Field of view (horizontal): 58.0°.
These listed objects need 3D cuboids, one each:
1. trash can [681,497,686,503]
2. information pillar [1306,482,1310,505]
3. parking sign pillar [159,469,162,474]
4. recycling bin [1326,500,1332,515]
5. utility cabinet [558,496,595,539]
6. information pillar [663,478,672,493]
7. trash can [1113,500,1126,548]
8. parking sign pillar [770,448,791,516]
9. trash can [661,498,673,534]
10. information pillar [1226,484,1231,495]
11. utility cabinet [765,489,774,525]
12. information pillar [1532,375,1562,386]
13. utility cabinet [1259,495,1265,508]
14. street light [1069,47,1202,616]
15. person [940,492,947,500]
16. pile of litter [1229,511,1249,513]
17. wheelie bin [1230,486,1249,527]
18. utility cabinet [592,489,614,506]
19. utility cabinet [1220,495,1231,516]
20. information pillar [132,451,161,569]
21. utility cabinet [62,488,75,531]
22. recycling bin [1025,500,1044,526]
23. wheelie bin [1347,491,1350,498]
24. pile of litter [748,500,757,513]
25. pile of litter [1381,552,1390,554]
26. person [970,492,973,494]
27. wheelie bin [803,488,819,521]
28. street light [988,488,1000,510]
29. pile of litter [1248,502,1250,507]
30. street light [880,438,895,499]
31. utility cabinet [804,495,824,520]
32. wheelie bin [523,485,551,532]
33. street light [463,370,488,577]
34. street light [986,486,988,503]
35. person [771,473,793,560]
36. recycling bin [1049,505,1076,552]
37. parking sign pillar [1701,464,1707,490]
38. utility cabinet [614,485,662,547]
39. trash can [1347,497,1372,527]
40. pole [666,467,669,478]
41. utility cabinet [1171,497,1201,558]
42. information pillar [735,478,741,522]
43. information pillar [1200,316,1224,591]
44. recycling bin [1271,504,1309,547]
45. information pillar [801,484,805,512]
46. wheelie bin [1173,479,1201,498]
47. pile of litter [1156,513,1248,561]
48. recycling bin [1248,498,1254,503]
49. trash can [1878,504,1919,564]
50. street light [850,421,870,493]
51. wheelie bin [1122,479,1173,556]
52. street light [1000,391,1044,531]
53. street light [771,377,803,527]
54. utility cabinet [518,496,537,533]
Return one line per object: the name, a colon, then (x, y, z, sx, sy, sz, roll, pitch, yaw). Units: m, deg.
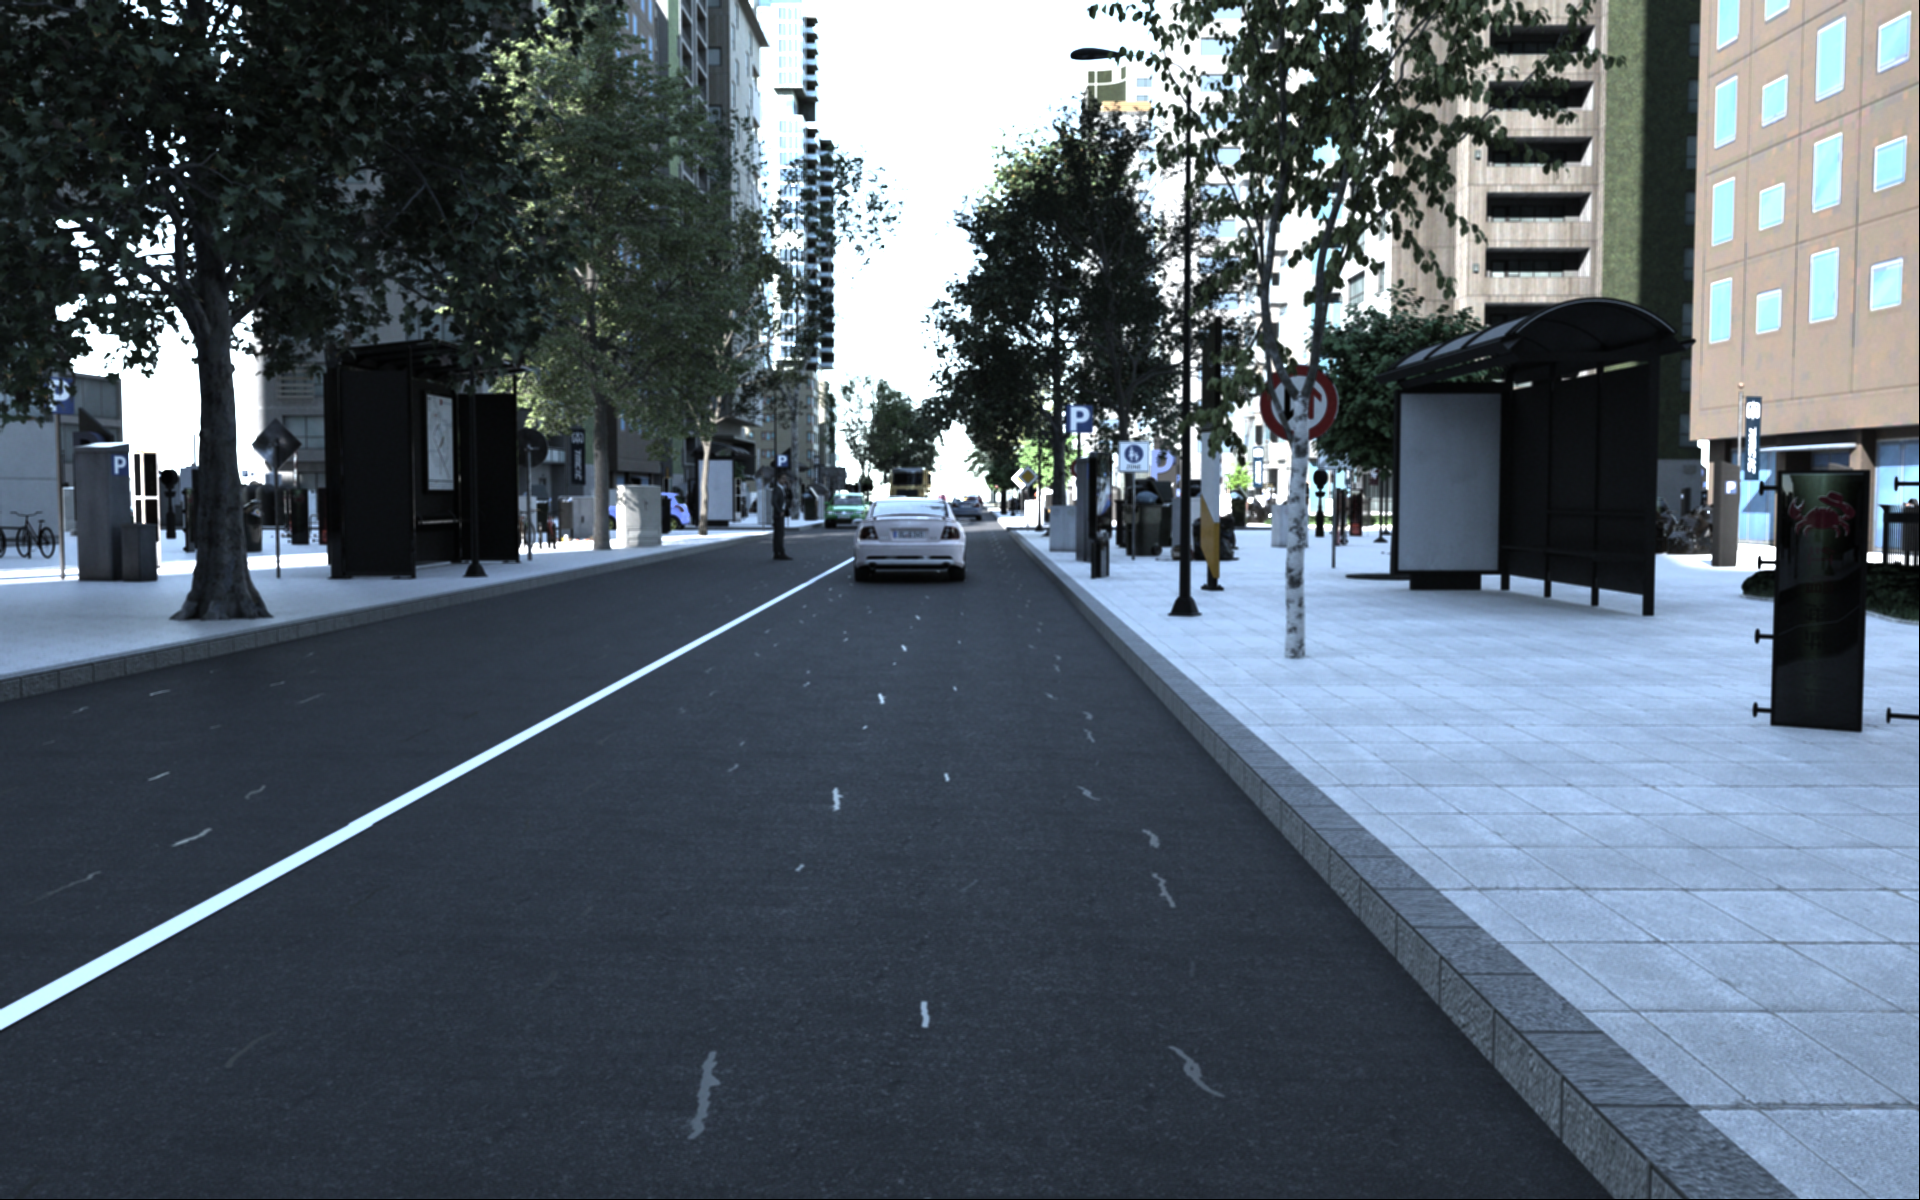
trash can: (-13.590, -4.407, 83.715, 0.748, 1.137, 0.748, 0, 3, 0)
information pillar: (21.145, -6.196, 105.799, 0.304, 2.012, 0.304, -1, 4, -19)
parking sign pillar: (-61.742, -8.838, 132.972, 1.447, 3.967, 1.447, 1, 4, 15)
recycling bin: (17.365, -4.140, 80.247, 0.722, 1.027, 0.722, 0, 4, 6)
utility cabinet: (-11.059, -2.375, 50.000, 1.020, 1.237, 0.306, 0, 4, -1)
information pillar: (-13.027, -4.450, 77.256, 0.304, 2.012, 0.304, 1, 4, 18)
trash can: (4.045, -1.827, 41.522, 0.748, 1.137, 0.748, 0, 3, 0)
parking sign pillar: (-10.362, -6.871, 100.807, 1.447, 3.967, 1.447, 2, 4, 23)
trash can: (-9.671, -2.717, 56.079, 0.748, 1.137, 0.748, 0, 3, 0)
information pillar: (18.254, -6.914, 117.529, 0.304, 2.012, 0.304, -2, 4, -28)
utility cabinet: (-7.730, -3.866, 71.893, 0.318, 1.500, 1.173, 1, 4, 12)
information pillar: (9.928, -2.323, 29.328, 0.504, 3.616, 0.183, 1, 4, 18)
utility cabinet: (15.558, -4.775, 89.237, 0.306, 1.237, 1.020, 1, 4, 13)
street light: (1.839, -2.791, 18.171, 1.470, 5.913, 1.316, 0, 4, 0)
person: (-2.261, -13.680, 232.850, 0.721, 1.739, 1.217, 3, 5, 44)
pile of litter: (5.980, -1.627, 40.563, 1.176, 0.858, 1.719, 1, 4, 20)
wheelie bin: (10.876, -3.645, 67.496, 0.693, 1.594, 0.980, 1, 4, 18)
utility cabinet: (-15.324, -4.058, 75.027, 1.173, 1.500, 0.318, -1, 4, -18)
utility cabinet: (15.290, -5.349, 98.615, 1.020, 1.237, 0.306, 0, 4, 1)
information pillar: (-13.970, -1.545, 29.757, 0.304, 2.012, 0.304, 2, 4, 35)
utility cabinet: (-29.801, -3.068, 58.843, 1.173, 1.500, 0.318, -3, 4, -36)
recycling bin: (2.988, -3.467, 69.241, 0.722, 1.027, 0.722, 0, 4, 7)
wheelie bin: (24.451, -6.093, 107.535, 0.693, 1.594, 0.980, 3, 5, 40)
pile of litter: (-13.980, -6.385, 118.358, 1.719, 0.858, 1.176, 0, 4, 3)
pile of litter: (9.856, -1.433, 37.392, 1.719, 0.858, 1.176, -1, 4, -11)
person: (1.666, -15.845, 267.439, 0.709, 1.838, 0.599, -3, 4, -39)
wheelie bin: (-7.252, -4.660, 84.102, 0.693, 1.594, 0.980, 1, 4, 8)
street light: (2.548, -7.848, 100.853, 1.470, 5.913, 1.316, 0, 4, 0)
pile of litter: (17.891, -5.765, 108.229, 1.719, 0.858, 1.176, 1, 4, 18)
street light: (-6.080, -10.522, 144.581, 1.470, 5.913, 1.316, 0, 4, 0)
utility cabinet: (-7.349, -4.651, 87.207, 1.020, 1.237, 0.306, 1, 4, 15)
wheelie bin: (-14.190, -3.060, 57.938, 0.980, 1.594, 0.693, -3, 5, -39)
street light: (-6.977, -3.312, 26.684, 1.470, 5.913, 1.316, 0, 4, 0)
street light: (2.847, -10.418, 142.880, 1.470, 5.913, 1.316, 0, 4, 0)
person: (-3.885, -1.843, 38.002, 0.474, 1.900, 0.648, 0, 4, -2)
recycling bin: (2.459, -1.610, 38.880, 0.722, 1.027, 0.722, 2, 4, 24)
parking sign pillar: (52.691, -8.272, 123.720, 1.447, 3.967, 1.447, -2, 4, -25)
utility cabinet: (-7.796, -2.047, 42.155, 0.318, 1.500, 1.173, 3, 4, 38)
trash can: (15.735, -3.427, 67.684, 0.748, 1.137, 0.748, 0, 3, 0)
pole: (-22.361, -8.472, 132.353, 0.158, 3.312, 0.155, 0, 3, 0)
utility cabinet: (4.586, -1.453, 34.911, 0.306, 1.237, 1.020, 2, 4, 30)
information pillar: (-10.230, -4.578, 79.346, 0.304, 2.012, 0.304, -3, 4, -38)
information pillar: (3.354, -1.944, 23.135, 0.183, 3.616, 0.504, -1, 4, -14)
recycling bin: (8.005, -1.803, 42.037, 0.722, 1.027, 0.722, -1, 4, -8)
information pillar: (-10.995, -7.157, 121.502, 0.304, 2.012, 0.304, 0, 4, -2)
wheelie bin: (5.158, -1.802, 37.370, 0.693, 1.594, 0.980, -3, 5, -42)
pile of litter: (4.604, -1.204, 33.649, 1.719, 0.858, 1.176, 0, 4, 2)
recycling bin: (19.251, -6.311, 115.731, 0.722, 1.027, 0.722, 1, 4, 15)
trash can: (13.092, -0.751, 23.940, 0.748, 1.137, 0.748, 0, 3, 0)
street light: (-6.366, -8.376, 109.489, 1.470, 5.913, 1.316, 0, 4, 0)
wheelie bin: (3.807, -1.724, 36.090, 0.693, 1.594, 0.980, -2, 4, -31)
street light: (2.201, -5.325, 59.611, 1.470, 5.913, 1.316, 0, 4, 0)
street light: (-6.710, -5.840, 68.027, 1.470, 5.913, 1.316, 0, 4, 0)
utility cabinet: (-14.317, -2.790, 56.775, 1.020, 1.237, 0.306, 2, 4, 33)
